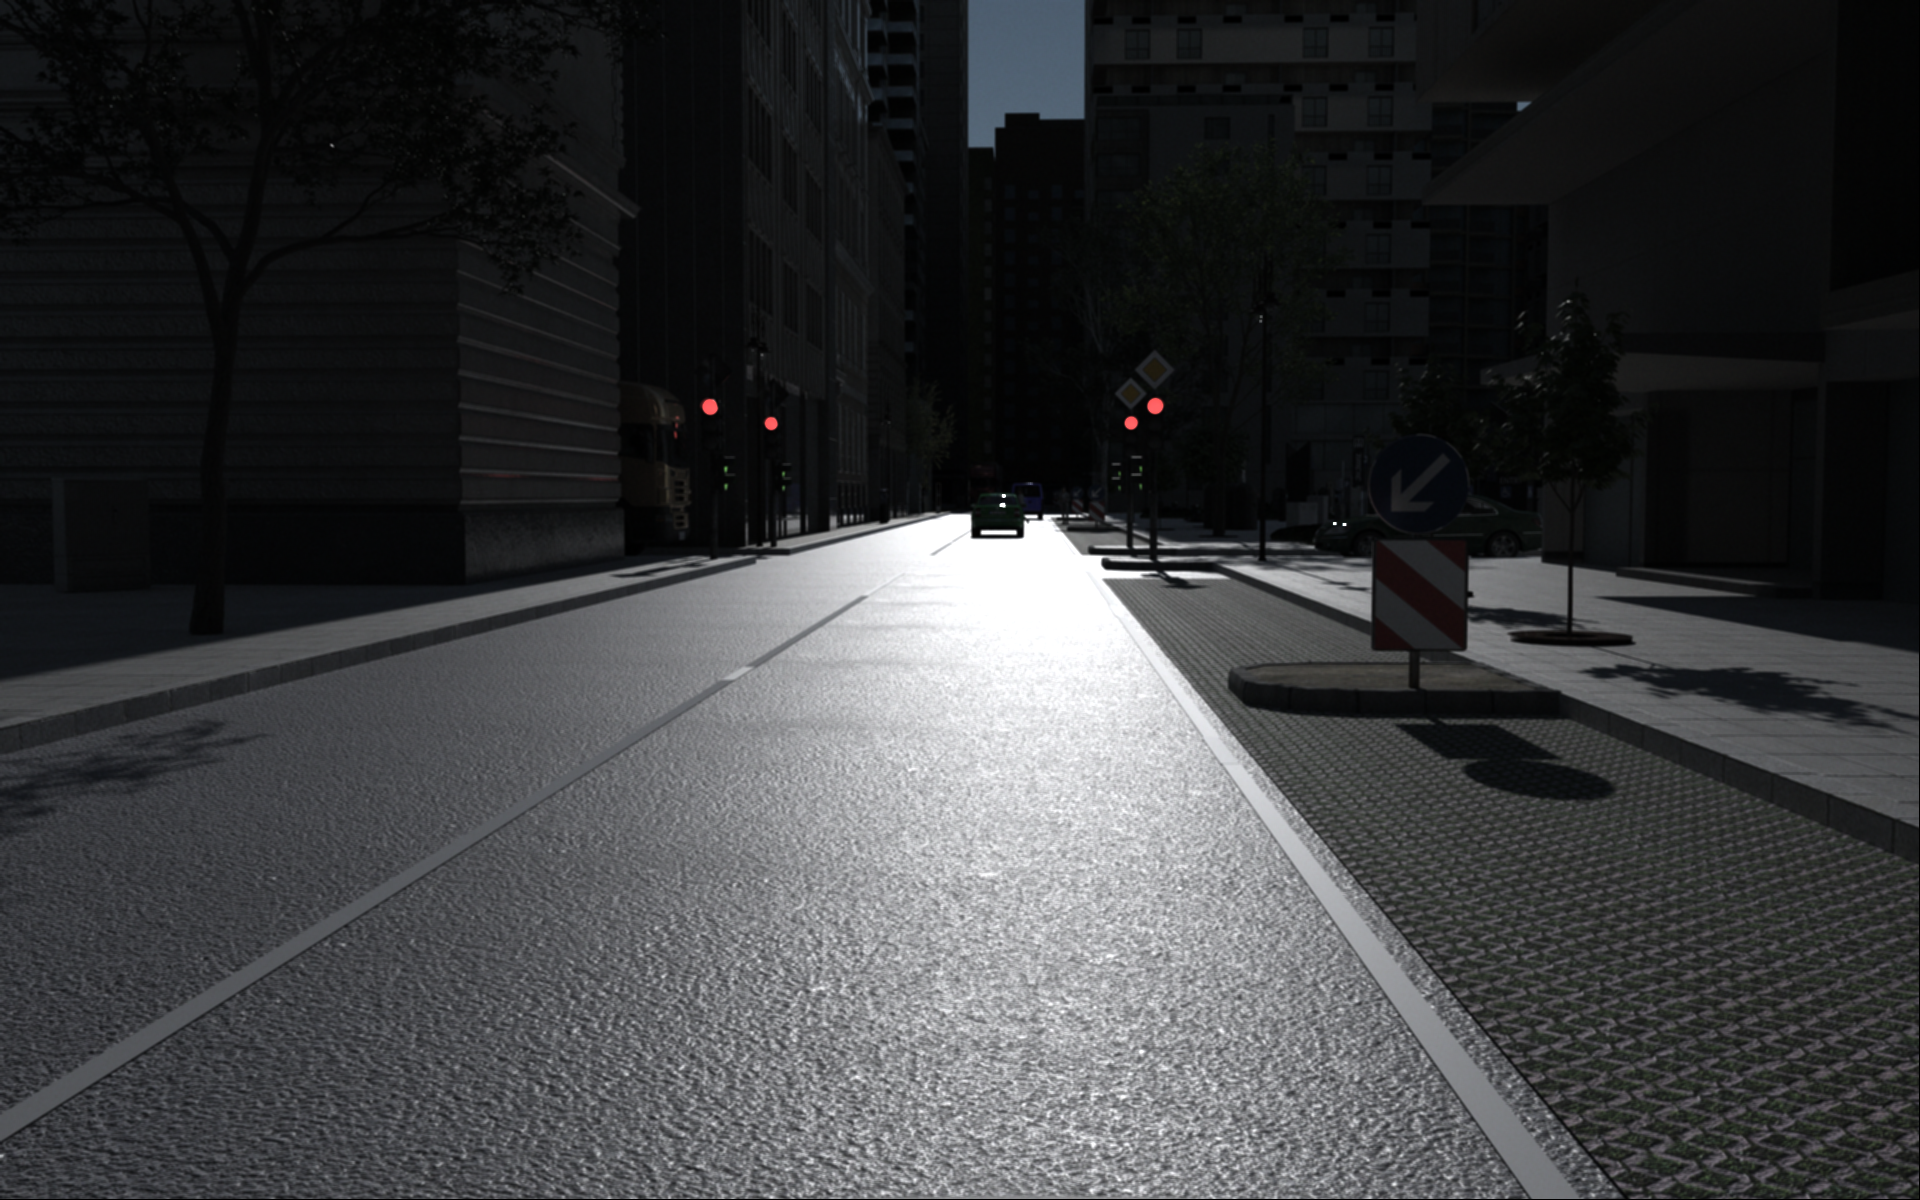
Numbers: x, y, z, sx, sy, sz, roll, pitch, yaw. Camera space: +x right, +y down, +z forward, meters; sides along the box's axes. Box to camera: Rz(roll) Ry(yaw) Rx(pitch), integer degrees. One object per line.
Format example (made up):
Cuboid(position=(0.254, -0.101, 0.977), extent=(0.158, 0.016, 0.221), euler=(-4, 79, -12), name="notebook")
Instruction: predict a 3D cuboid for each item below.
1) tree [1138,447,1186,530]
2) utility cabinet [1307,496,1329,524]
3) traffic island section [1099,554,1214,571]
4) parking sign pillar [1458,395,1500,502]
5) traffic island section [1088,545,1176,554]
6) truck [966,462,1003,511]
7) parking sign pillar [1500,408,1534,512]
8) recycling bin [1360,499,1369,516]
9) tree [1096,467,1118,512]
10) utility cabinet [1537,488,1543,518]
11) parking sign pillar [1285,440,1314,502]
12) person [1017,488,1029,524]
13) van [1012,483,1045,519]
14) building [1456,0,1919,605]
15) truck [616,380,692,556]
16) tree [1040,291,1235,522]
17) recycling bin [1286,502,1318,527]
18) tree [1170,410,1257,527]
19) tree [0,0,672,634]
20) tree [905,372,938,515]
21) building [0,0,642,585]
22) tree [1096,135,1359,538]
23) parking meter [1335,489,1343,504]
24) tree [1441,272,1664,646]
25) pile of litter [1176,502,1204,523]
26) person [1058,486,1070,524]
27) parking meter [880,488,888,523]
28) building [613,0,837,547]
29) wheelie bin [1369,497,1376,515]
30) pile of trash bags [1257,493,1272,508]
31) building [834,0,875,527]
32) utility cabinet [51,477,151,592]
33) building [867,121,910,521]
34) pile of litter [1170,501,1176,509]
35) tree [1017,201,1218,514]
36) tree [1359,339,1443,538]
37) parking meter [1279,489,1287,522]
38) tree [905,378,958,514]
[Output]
Cuboid(position=(6.999, -4.086, 61.399), extent=(1.663, 3.219, 1.824), euler=(0, 3, 0), name="tree")
Cuboid(position=(13.982, -3.463, 67.782), extent=(0.306, 1.237, 1.020), euler=(-2, 4, -26), name="utility cabinet")
Cuboid(position=(3.802, -0.709, 33.872), extent=(2.009, 0.180, 2.903), euler=(0, 4, 2), name="traffic island section")
Cuboid(position=(12.932, -3.451, 44.898), extent=(1.447, 3.967, 1.447), euler=(0, 4, -2), name="parking sign pillar")
Cuboid(position=(4.125, -1.197, 41.851), extent=(2.009, 0.180, 2.903), euler=(0, 4, 2), name="traffic island section")
Cuboid(position=(2.295, -10.077, 153.668), extent=(2.839, 4.237, 11.283), euler=(0, 4, 4), name="truck")
Cuboid(position=(15.889, -3.770, 50.116), extent=(1.447, 3.967, 1.447), euler=(3, 5, 42), name="parking sign pillar")
Cuboid(position=(23.004, -5.154, 96.817), extent=(0.722, 1.027, 0.722), euler=(-1, 4, -17), name="recycling bin")
Cuboid(position=(10.511, -7.761, 121.499), extent=(1.663, 3.219, 1.824), euler=(0, 3, 0), name="tree")
Cuboid(position=(20.831, -3.225, 61.404), extent=(0.318, 1.500, 1.173), euler=(3, 5, 40), name="utility cabinet")
Cuboid(position=(17.760, -6.283, 91.203), extent=(1.447, 3.967, 1.447), euler=(-2, 4, -33), name="parking sign pillar")
Cuboid(position=(2.836, -4.363, 80.592), extent=(0.760, 1.731, 0.466), euler=(0, 4, -5), name="person")
Cuboid(position=(3.877, -5.901, 100.867), extent=(2.240, 2.365, 5.245), euler=(0, 4, 2), name="van")
Cuboid(position=(21.442, -26.231, 18.118), extent=(28.713, 52.752, 27.495), euler=(0, 4, 2), name="building")
Cuboid(position=(-10.955, -2.984, 37.702), extent=(11.283, 4.237, 2.839), euler=(0, 4, 4), name="truck")
Cuboid(position=(7.802, -8.778, 77.935), extent=(8.767, 10.594, 7.601), euler=(-1, 4, -10), name="tree")
Cuboid(position=(10.631, -2.527, 53.871), extent=(0.722, 1.027, 0.722), euler=(-2, 4, -24), name="recycling bin")
Cuboid(position=(9.835, -5.101, 67.113), extent=(4.285, 4.588, 4.351), euler=(0, 3, 0), name="tree")
Cuboid(position=(-6.616, -4.953, 15.400), extent=(7.601, 10.594, 8.767), euler=(2, 4, 27), name="tree")
Cuboid(position=(-3.352, -9.427, 104.494), extent=(4.737, 8.622, 4.395), euler=(0, 3, 0), name="tree")
Cuboid(position=(-15.980, -12.225, 28.750), extent=(19.941, 23.489, 11.050), euler=(0, 4, 2), name="building")
Cuboid(position=(7.729, -7.663, 51.039), extent=(9.928, 11.665, 9.643), euler=(0, 3, 0), name="tree")
Cuboid(position=(18.006, -4.523, 82.359), extent=(0.372, 1.533, 0.369), euler=(0, 3, 0), name="parking meter")
Cuboid(position=(5.450, -1.254, 15.109), extent=(1.663, 3.219, 1.824), euler=(0, 3, 0), name="tree")
Cuboid(position=(10.845, -3.938, 78.353), extent=(1.176, 0.858, 1.719), euler=(-2, 4, -25), name="pile of litter")
Cuboid(position=(4.998, -4.562, 83.294), extent=(0.606, 1.804, 0.583), euler=(1, 4, 10), name="person")
Cuboid(position=(-3.374, -4.180, 76.749), extent=(0.372, 1.533, 0.369), euler=(0, 3, 0), name="parking meter")
Cuboid(position=(-10.795, -14.271, 51.348), extent=(12.078, 24.808, 19.932), euler=(0, 4, 2), name="building")
Cuboid(position=(19.775, -4.549, 82.280), extent=(0.980, 1.594, 0.693), euler=(2, 4, 25), name="wheelie bin")
Cuboid(position=(20.124, -6.331, 113.268), extent=(1.912, 1.369, 3.447), euler=(-2, 4, -28), name="pile of trash bags")
Cuboid(position=(-10.840, -17.451, 71.234), extent=(13.634, 28.700, 20.117), euler=(0, 4, 2), name="building")
Cuboid(position=(-11.339, -0.870, 22.906), extent=(0.318, 1.500, 1.173), euler=(2, 4, 31), name="utility cabinet")
Cuboid(position=(-8.105, -14.788, 90.930), extent=(9.793, 20.994, 18.267), euler=(0, 4, 2), name="building")
Cuboid(position=(13.230, -5.647, 106.298), extent=(1.719, 0.858, 1.176), euler=(3, 4, 37), name="pile of litter")
Cuboid(position=(9.950, -15.551, 110.147), extent=(12.611, 20.169, 13.585), euler=(0, 3, 0), name="tree")
Cuboid(position=(5.819, -1.662, 21.770), extent=(1.663, 3.219, 1.824), euler=(0, 3, 0), name="tree")
Cuboid(position=(15.069, -4.427, 80.792), extent=(0.372, 1.533, 0.369), euler=(0, 3, 0), name="parking meter")
Cuboid(position=(-2.304, -9.774, 110.165), extent=(4.360, 8.622, 3.978), euler=(0, 3, 0), name="tree")
